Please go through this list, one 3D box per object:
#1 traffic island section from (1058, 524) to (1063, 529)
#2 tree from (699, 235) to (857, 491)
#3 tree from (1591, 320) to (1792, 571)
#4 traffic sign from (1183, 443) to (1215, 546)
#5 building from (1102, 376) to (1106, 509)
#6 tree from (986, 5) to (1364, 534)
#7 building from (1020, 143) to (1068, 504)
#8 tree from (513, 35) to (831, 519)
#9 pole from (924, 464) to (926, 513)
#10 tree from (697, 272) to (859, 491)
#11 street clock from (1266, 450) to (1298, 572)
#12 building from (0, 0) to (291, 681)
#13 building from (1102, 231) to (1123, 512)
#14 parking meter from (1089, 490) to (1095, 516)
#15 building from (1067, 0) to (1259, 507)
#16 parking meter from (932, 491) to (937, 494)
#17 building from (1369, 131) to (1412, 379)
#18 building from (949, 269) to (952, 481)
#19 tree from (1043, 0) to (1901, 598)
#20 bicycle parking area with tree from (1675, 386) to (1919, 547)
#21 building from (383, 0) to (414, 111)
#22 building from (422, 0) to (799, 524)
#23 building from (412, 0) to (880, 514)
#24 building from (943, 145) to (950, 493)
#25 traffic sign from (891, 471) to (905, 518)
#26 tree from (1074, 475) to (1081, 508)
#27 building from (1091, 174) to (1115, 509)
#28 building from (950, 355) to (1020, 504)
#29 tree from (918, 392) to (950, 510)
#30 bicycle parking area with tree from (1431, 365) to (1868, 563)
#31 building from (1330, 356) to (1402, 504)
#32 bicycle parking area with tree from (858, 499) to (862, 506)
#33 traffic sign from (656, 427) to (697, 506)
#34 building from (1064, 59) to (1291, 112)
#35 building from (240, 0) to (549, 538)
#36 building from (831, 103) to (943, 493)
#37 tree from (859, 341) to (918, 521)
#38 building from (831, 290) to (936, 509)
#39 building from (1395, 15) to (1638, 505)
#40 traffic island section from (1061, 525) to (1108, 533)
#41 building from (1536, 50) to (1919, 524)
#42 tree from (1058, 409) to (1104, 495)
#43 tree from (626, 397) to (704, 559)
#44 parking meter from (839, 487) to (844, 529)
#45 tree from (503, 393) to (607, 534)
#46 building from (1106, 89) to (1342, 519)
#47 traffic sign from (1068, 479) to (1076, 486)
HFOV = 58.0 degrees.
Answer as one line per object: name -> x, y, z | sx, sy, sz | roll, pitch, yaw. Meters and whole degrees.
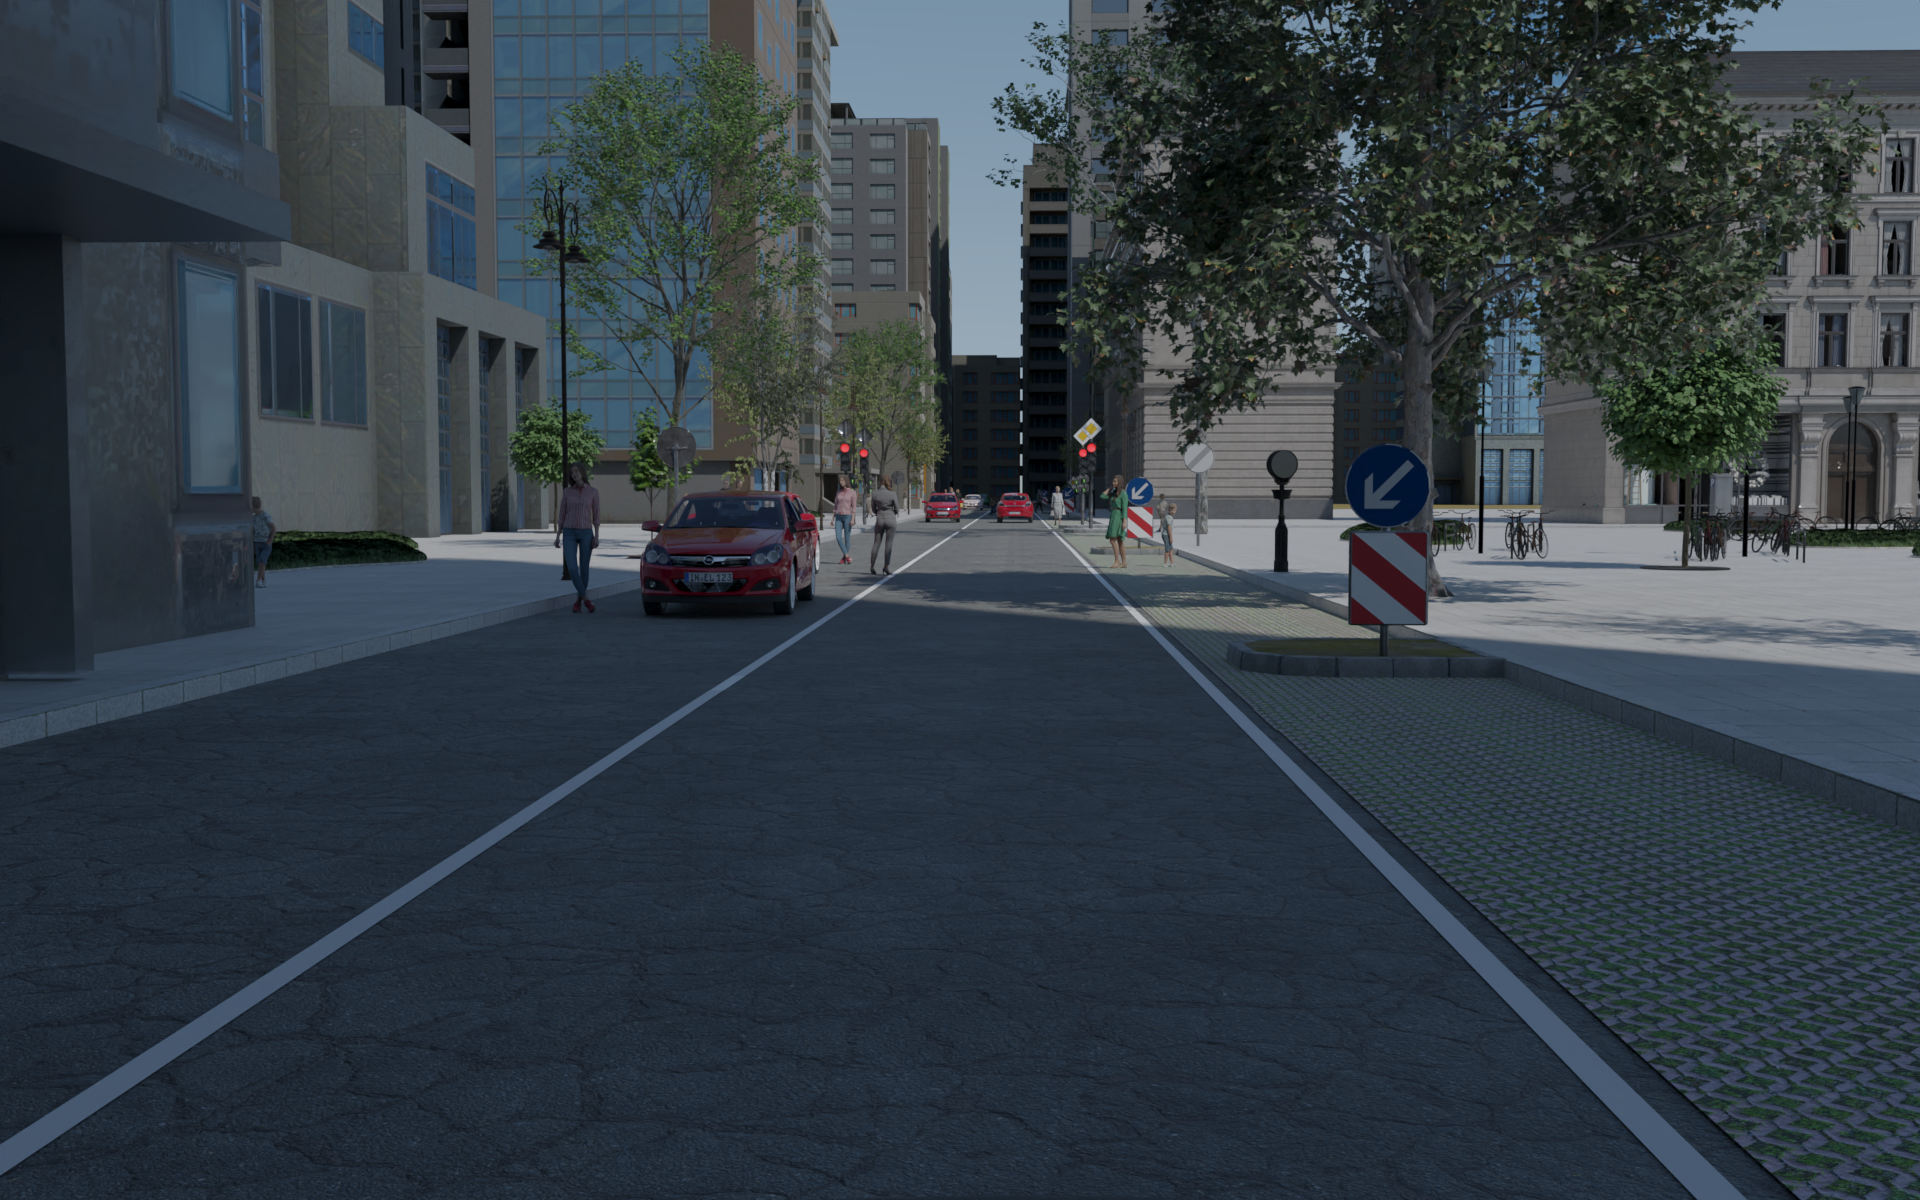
traffic island section -> 5.126, -3.052, 72.188 | 2.009, 0.180, 2.903 | 0, 4, 2
tree -> -5.340, -6.066, 49.538 | 4.360, 8.622, 3.978 | 0, 3, 0
tree -> 12.323, -2.797, 29.444 | 4.285, 4.588, 4.351 | 0, 3, 0
traffic sign -> 5.865, -2.599, 42.593 | 0.768, 2.556, 0.104 | 0, 4, 3
building -> 16.760, -18.848, 137.037 | 11.050, 23.489, 19.941 | 0, 4, 2
tree -> 6.575, -12.109, 53.874 | 12.611, 20.169, 13.585 | 0, 3, 0
building -> 19.237, -37.811, 241.904 | 21.600, 48.544, 21.300 | 0, 4, 2
tree -> -6.525, -6.974, 39.780 | 9.928, 11.665, 9.643 | 0, 3, 0
pole -> -2.394, -7.606, 118.203 | 0.158, 3.312, 0.155 | 0, 3, 0
tree -> -6.270, -6.495, 56.555 | 4.737, 8.622, 4.395 | 0, 3, 0
street clock -> 5.287, -1.462, 28.466 | 0.471, 2.002, 0.358 | -1, 4, -10
building -> -16.779, -23.431, 2.713 | 23.786, 49.044, 30.456 | 0, 4, 2
building -> 15.615, -17.148, 116.524 | 11.583, 22.565, 21.152 | 0, 4, 2
parking meter -> 7.609, -5.601, 99.995 | 0.372, 1.533, 0.369 | 0, 3, 0
building -> 21.650, -38.950, 178.837 | 21.231, 58.520, 28.212 | 0, 4, 2
parking meter -> -2.017, -7.819, 136.248 | 0.372, 1.533, 0.369 | 0, 3, 0
building -> 73.069, -39.990, 243.072 | 27.495, 52.752, 28.713 | 0, 4, 2
building -> -8.006, -27.157, 215.719 | 14.107, 30.474, 14.160 | 0, 4, 2
tree -> 5.833, -6.391, 21.505 | 9.611, 12.733, 9.660 | 0, 3, 0
bicycle parking area with tree -> 24.861, -3.771, 48.651 | 9.016, 4.147, 8.231 | 3, 4, 39
building -> -35.036, -19.011, 82.536 | 14.107, 30.474, 14.160 | 0, 4, 2
building -> -15.228, -26.247, 79.246 | 14.600, 45.320, 14.200 | 0, 4, 2
building -> -21.847, -26.215, 120.501 | 32.217, 40.220, 23.993 | 0, 4, 2
building -> -8.456, -31.438, 197.600 | 14.154, 41.232, 14.086 | 0, 4, 2
traffic sign -> -3.386, -5.771, 94.469 | 0.768, 2.556, 0.104 | 0, 4, 5
tree -> 10.660, -10.064, 159.141 | 1.663, 3.219, 1.824 | 0, 3, 0
building -> 19.007, -23.664, 158.603 | 14.160, 30.474, 14.107 | 0, 4, 2
building -> -5.918, -24.528, 246.069 | 28.899, 21.520, 27.650 | 0, 4, 2
tree -> -3.323, -10.540, 122.684 | 4.737, 8.622, 4.395 | 0, 3, 0
bicycle parking area with tree -> 13.708, -3.017, 36.332 | 8.231, 4.147, 9.016 | 2, 4, 35
building -> 44.874, -24.432, 244.505 | 28.899, 21.520, 27.650 | 0, 4, 2
bicycle parking area with tree -> -11.624, -9.353, 139.927 | 8.231, 4.147, 9.016 | -1, 4, -16
traffic sign -> -5.361, -1.997, 32.756 | 0.768, 2.556, 0.104 | 0, 4, 3
building -> 27.103, -37.772, 206.813 | 28.713, 52.752, 27.495 | 0, 4, 2
building -> -30.925, -45.111, 50.233 | 31.000, 86.520, 22.319 | 0, 4, 2
building -> -9.400, -30.556, 183.185 | 14.154, 41.232, 14.086 | 0, 4, 2
tree -> -4.828, -8.079, 82.457 | 4.737, 8.622, 4.395 | 0, 3, 0
building -> -16.782, -19.420, 162.560 | 27.650, 21.520, 28.899 | 0, 4, 2
building -> 70.329, -54.731, 207.521 | 31.000, 86.520, 22.319 | 0, 4, 2
traffic island section -> 4.869, -2.564, 64.207 | 2.009, 0.180, 2.903 | 0, 4, 2
building -> 28.738, -13.836, 77.121 | 40.483, 20.767, 10.553 | 0, 4, 2
tree -> 10.419, -12.214, 150.067 | 4.737, 8.622, 4.395 | 0, 3, 0
tree -> -6.198, -2.442, 34.521 | 1.663, 3.219, 1.824 | 0, 3, 0
parking meter -> -4.233, -3.544, 63.654 | 0.399, 1.863, 0.255 | 0, 4, -3
tree -> -13.227, -4.458, 56.598 | 4.285, 4.588, 4.351 | 0, 3, 0
building -> 14.338, -16.339, 96.019 | 11.050, 23.489, 19.941 | 0, 4, 2
traffic sign -> 8.863, -8.299, 135.421 | 0.795, 2.593, 0.064 | 0, 4, 6
